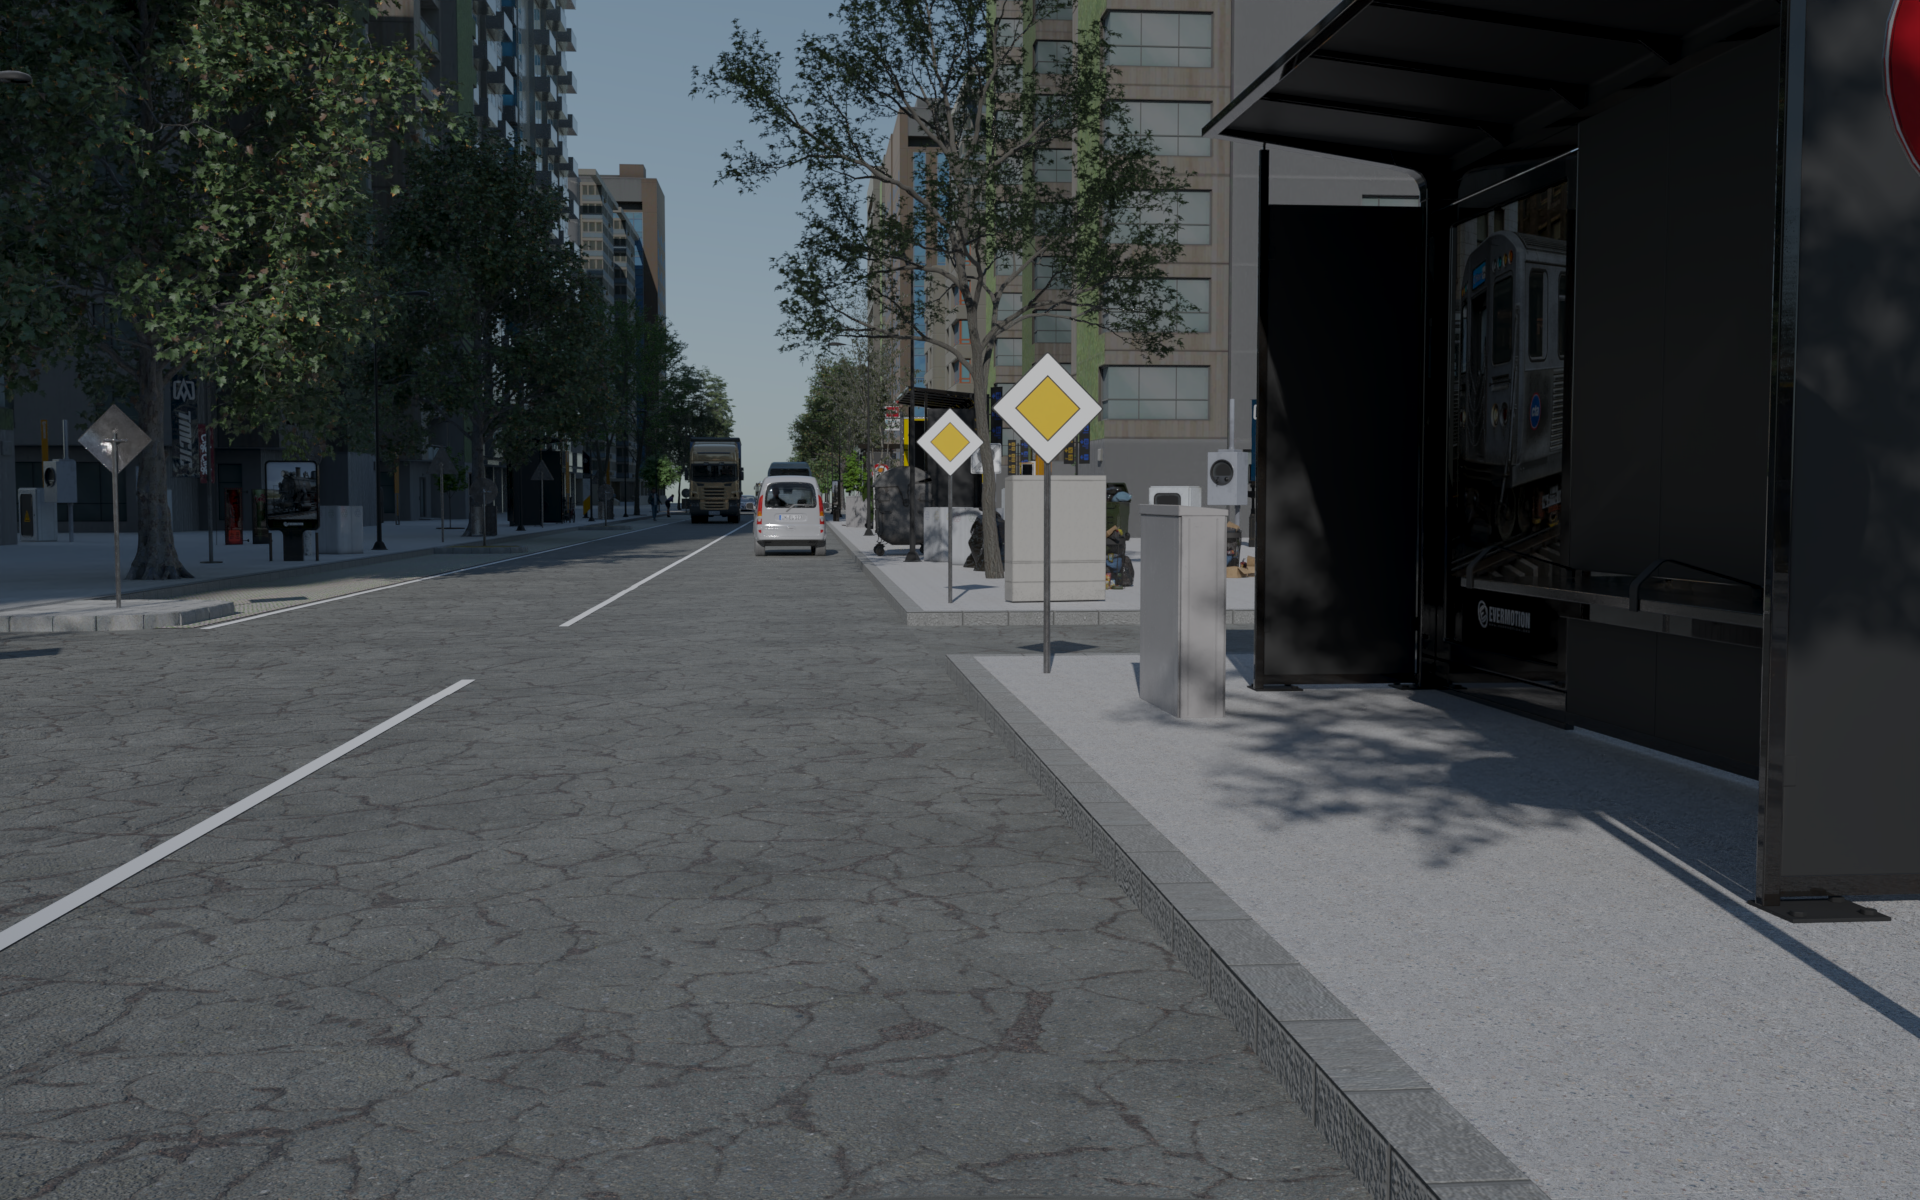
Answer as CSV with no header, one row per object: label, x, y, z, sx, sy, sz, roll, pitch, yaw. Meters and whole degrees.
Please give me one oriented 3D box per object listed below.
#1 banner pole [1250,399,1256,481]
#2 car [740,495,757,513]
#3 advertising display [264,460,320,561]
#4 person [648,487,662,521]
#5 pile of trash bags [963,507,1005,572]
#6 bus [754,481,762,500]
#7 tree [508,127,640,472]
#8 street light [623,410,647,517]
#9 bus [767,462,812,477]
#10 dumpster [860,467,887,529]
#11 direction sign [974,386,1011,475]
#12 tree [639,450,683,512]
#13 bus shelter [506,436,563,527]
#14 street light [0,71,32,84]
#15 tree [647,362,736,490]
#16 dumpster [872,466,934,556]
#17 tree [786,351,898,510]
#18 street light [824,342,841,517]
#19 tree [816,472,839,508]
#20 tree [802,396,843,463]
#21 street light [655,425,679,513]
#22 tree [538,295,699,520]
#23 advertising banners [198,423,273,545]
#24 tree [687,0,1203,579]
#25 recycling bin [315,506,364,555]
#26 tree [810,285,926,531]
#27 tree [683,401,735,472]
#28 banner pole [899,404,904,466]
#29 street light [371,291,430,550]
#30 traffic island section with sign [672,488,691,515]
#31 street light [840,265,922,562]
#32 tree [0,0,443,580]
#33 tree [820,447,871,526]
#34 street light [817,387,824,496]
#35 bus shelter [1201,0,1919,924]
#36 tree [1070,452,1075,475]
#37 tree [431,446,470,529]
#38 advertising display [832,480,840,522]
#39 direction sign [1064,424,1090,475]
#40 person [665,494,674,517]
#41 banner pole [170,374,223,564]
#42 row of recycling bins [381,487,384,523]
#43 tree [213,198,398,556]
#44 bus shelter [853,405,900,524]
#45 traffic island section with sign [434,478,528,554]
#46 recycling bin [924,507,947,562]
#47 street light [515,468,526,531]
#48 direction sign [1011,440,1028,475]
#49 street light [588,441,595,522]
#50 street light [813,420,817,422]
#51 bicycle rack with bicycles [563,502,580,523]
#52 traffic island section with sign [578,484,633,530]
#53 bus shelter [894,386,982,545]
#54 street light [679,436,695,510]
banner pole,7.133,-3.064,40.118,0.863,3.779,0.401,1,4,22
car,-15.115,-6.696,121.842,2.083,1.381,4.827,0,4,-6
advertising display,-12.733,-1.703,33.054,0.974,1.923,0.123,0,4,-8
person,-16.123,-5.045,91.335,0.721,1.781,0.623,3,4,36
pile of trash bags,1.106,-1.176,28.978,1.912,1.369,3.447,0,4,-5
bus,-26.856,-14.953,239.341,2.948,3.499,13.247,0,4,-5
tree,-14.515,-8.270,52.223,9.611,12.733,9.660,0,3,0
street light,-18.039,-7.558,96.112,1.470,5.913,1.316,0,4,-5
bus,-10.457,-6.785,105.787,2.948,3.499,13.247,0,4,-6
dumpster,-2.890,-3.750,63.813,1.502,2.255,1.985,0,4,-5
direction sign,0.595,-2.742,36.826,0.379,3.537,0.876,-3,5,-42
tree,-22.182,-8.773,127.160,4.285,4.588,4.351,0,3,0
bus shelter,-17.355,-4.910,71.567,1.731,3.624,6.357,0,4,-5
street light,-10.894,-2.850,19.134,1.470,5.913,1.316,0,4,-5
tree,-26.090,-16.016,168.513,9.857,13.997,8.962,0,3,0
dumpster,-1.194,-1.871,36.349,1.264,1.857,1.865,0,4,-5
tree,-9.610,-13.585,139.130,9.611,12.733,9.660,0,3,0
street light,-3.345,-4.926,53.085,1.470,5.913,1.316,0,4,-5
tree,-11.755,-10.584,156.766,4.285,4.588,4.351,0,3,0
tree,-12.136,-15.141,165.682,7.486,12.596,7.792,0,3,0
street light,-19.960,-8.828,116.871,1.470,5.913,1.316,0,4,-5
tree,-18.034,-9.891,87.478,9.928,11.665,9.643,0,3,0
advertising banners,-18.306,-2.903,43.655,0.090,3.025,2.074,2,4,34
tree,0.220,-5.614,26.197,7.601,10.594,8.767,2,4,23
recycling bin,-13.327,-1.506,37.177,0.722,1.027,0.722,2,4,27
tree,-2.978,-6.671,59.430,4.360,8.622,3.978,0,3,0
tree,-30.201,-17.746,208.273,7.486,12.596,7.792,0,3,0
banner pole,-1.614,-3.557,48.166,0.401,3.779,0.863,0,4,-6
street light,-12.797,-4.105,39.656,1.470,5.913,1.316,0,4,-5
traffic island section with sign,-18.650,-6.707,118.288,1.989,1.847,2.006,0,4,-5
street light,-1.438,-3.671,32.562,1.470,5.913,1.316,0,4,-5
tree,-12.172,-6.652,25.771,9.611,12.733,9.660,0,3,0
tree,-4.326,-4.595,69.723,1.663,3.219,1.824,0,3,0
street light,-5.299,-6.239,74.543,1.470,5.913,1.316,0,4,-5
bus shelter,2.693,-1.039,8.264,1.731,3.624,6.357,0,4,-5
tree,6.748,-5.856,79.455,4.285,4.588,4.351,0,3,0
tree,-18.772,-4.208,63.397,1.663,3.219,1.824,0,3,0
advertising display,-5.779,-4.620,80.744,0.123,1.923,0.974,-1,4,-20
direction sign,3.022,-3.234,44.872,0.379,3.537,0.876,-3,5,-45
person,-17.762,-5.767,106.021,0.421,1.427,0.697,2,4,34
banner pole,-14.095,-2.563,31.922,0.863,3.779,0.401,-2,4,-35
row of recycling bins,-25.918,-4.229,76.254,1.069,1.692,3.534,-1,4,-15
tree,-13.829,-5.225,35.797,4.737,8.622,4.395,0,3,0
bus shelter,-3.545,-6.025,76.145,2.179,5.291,8.768,0,4,-5
traffic island section with sign,-11.597,-2.048,42.109,1.989,1.847,2.006,0,4,-5
recycling bin,-0.218,-1.246,32.919,0.722,1.027,0.722,-2,4,-31
street light,-14.772,-5.365,60.258,1.470,5.913,1.316,0,4,-5
direction sign,2.422,-4.906,72.202,0.876,3.537,0.379,-1,4,-11
street light,-16.708,-6.630,80.940,1.470,5.913,1.316,0,4,-5
street light,-7.152,-7.494,95.071,1.470,5.913,1.316,0,4,-5
bicycle rack with bicycles,-18.152,-3.913,77.361,2.852,0.926,2.925,0,4,3
traffic island section with sign,-14.081,-3.689,68.950,1.989,1.847,2.006,0,4,-5
bus shelter,-0.538,-3.030,40.820,1.731,3.624,6.357,0,4,-5
street light,-21.812,-10.115,137.916,1.470,5.913,1.316,0,4,-5
